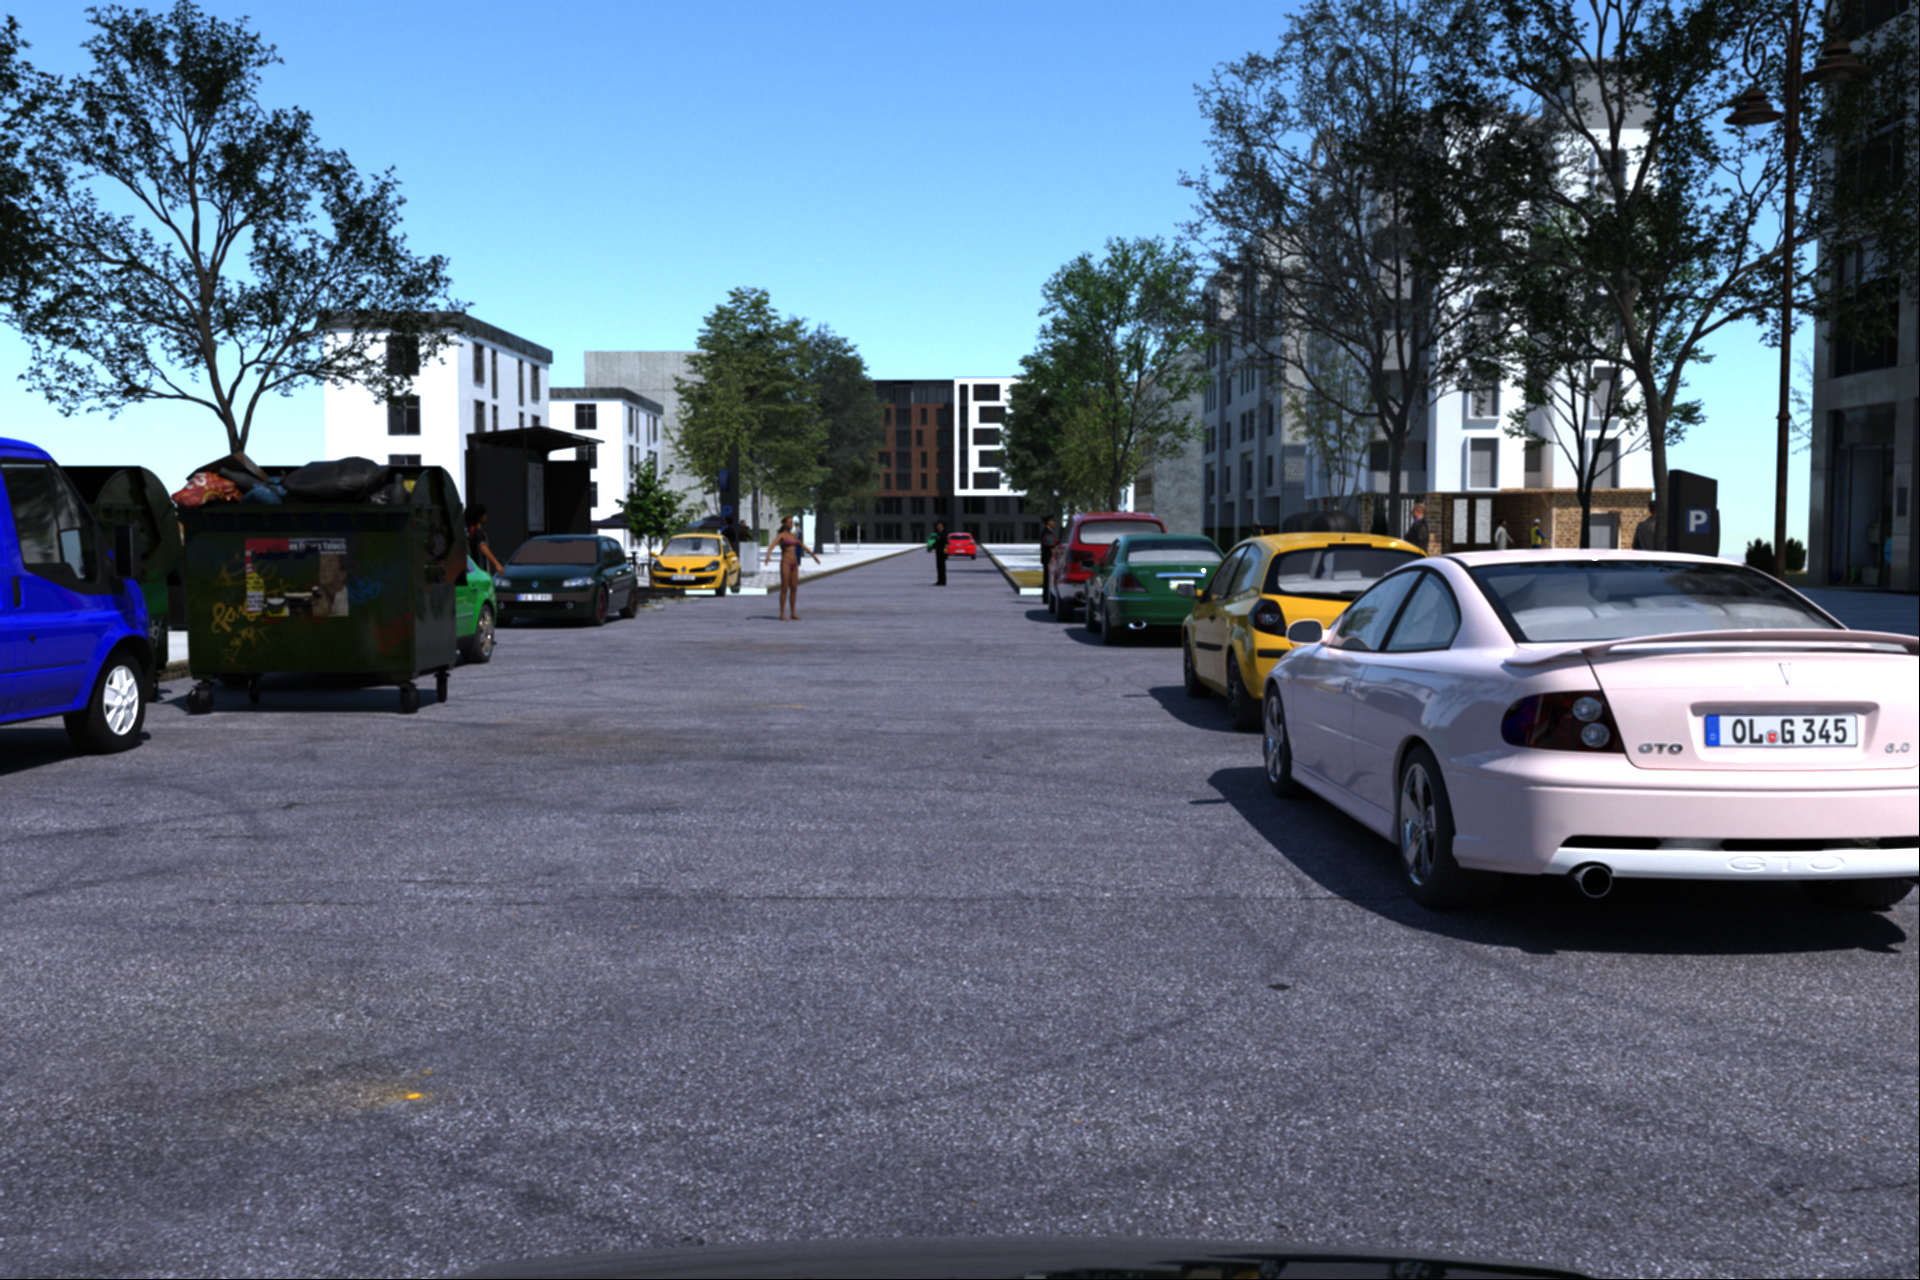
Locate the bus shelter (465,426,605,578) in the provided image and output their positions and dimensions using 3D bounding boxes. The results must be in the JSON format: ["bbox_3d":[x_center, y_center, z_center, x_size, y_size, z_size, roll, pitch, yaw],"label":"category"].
[{"bbox_3d":[-9.884,-3.027,40.770,1.731,3.624,6.357,0,4,1],"label":"bus shelter"}]

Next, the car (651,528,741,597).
[{"bbox_3d":[-6.224,-1.875,40.878,2.015,1.641,3.980,0,3,0],"label":"car"}]

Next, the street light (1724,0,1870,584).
[{"bbox_3d":[6.741,-2.529,14.131,0.468,5.910,1.993,0,4,1],"label":"street light"}]

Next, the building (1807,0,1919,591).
[{"bbox_3d":[29.251,-13.423,22.662,19.351,26.588,34.151,0,4,1],"label":"building"}]

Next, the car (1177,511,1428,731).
[{"bbox_3d":[2.832,-0.234,14.050,2.015,1.641,3.980,0,4,0],"label":"car"}]

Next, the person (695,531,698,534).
[{"bbox_3d":[-12.152,-4.309,79.721,0.991,1.433,0.599,0,4,5],"label":"person"}]

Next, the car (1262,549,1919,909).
[{"bbox_3d":[2.654,0.266,8.013,2.083,1.381,4.827,0,4,-1],"label":"car"}]

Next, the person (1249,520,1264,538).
[{"bbox_3d":[12.435,-4.092,72.686,0.705,1.856,1.354,3,5,42],"label":"person"}]

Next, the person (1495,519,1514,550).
[{"bbox_3d":[19.149,-3.360,61.118,0.705,1.806,1.347,3,5,43],"label":"person"}]

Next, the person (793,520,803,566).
[{"bbox_3d":[-6.540,-3.877,69.246,0.705,1.847,1.347,1,4,19],"label":"person"}]

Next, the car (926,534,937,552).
[{"bbox_3d":[-1.748,-8.030,140.089,1.959,1.807,4.718,0,4,0],"label":"car"}]

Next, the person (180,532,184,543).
[{"bbox_3d":[-14.502,-1.547,31.377,1.344,1.819,0.704,-1,4,-12],"label":"person"}]

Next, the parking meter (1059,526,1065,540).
[{"bbox_3d":[3.216,-2.723,52.936,0.372,1.533,0.369,0,3,0],"label":"parking meter"}]

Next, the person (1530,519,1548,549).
[{"bbox_3d":[21.474,-3.576,64.439,0.705,1.833,1.349,0,4,-7],"label":"person"}]

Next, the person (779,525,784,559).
[{"bbox_3d":[-5.658,-3.060,56.254,0.704,1.802,1.346,1,4,10],"label":"person"}]

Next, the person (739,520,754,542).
[{"bbox_3d":[-8.113,-3.595,64.919,0.704,1.812,1.346,2,4,24],"label":"person"}]

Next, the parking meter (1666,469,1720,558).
[{"bbox_3d":[6.647,-0.613,15.731,0.399,1.863,0.255,0,4,0],"label":"parking meter"}]

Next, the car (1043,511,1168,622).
[{"bbox_3d":[2.597,-1.295,29.844,2.281,1.827,5.304,0,4,1],"label":"car"}]

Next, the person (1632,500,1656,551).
[{"bbox_3d":[9.827,-1.075,24.154,0.750,1.759,0.617,0,4,-4],"label":"person"}]

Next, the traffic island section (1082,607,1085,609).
[{"bbox_3d":[3.238,-0.678,33.944,1.991,0.108,1.994,0,4,1],"label":"traffic island section"}]

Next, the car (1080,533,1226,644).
[{"bbox_3d":[2.762,-0.742,23.937,2.131,1.459,4.920,0,4,0],"label":"car"}]

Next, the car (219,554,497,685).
[{"bbox_3d":[-6.144,-0.554,17.859,1.959,1.807,4.718,0,4,0],"label":"car"}]

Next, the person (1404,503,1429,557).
[{"bbox_3d":[7.073,-1.246,26.967,0.434,1.755,0.990,1,4,23],"label":"person"}]

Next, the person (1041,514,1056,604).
[{"bbox_3d":[1.837,-1.651,35.389,0.705,1.837,1.347,0,4,-3],"label":"person"}]

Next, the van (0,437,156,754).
[{"bbox_3d":[-6.420,-0.318,9.583,2.240,2.365,5.245,0,3,0],"label":"van"}]

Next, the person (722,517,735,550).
[{"bbox_3d":[-6.292,-2.426,46.387,0.721,1.740,1.216,1,4,15],"label":"person"}]

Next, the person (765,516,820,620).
[{"bbox_3d":[-2.801,-1.198,28.848,0.721,1.733,1.217,3,5,41],"label":"person"}]

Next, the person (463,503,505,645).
[{"bbox_3d":[-6.195,-0.840,22.337,0.704,1.843,1.345,-2,4,-34],"label":"person"}]

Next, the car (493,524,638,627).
[{"bbox_3d":[-6.384,-1.119,28.075,2.009,1.686,4.222,0,4,0],"label":"car"}]

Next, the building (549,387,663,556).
[{"bbox_3d":[-23.926,-10.463,113.213,9.099,9.664,28.070,0,4,-1],"label":"building"}]

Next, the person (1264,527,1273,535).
[{"bbox_3d":[6.674,-1.705,37.089,0.599,1.438,0.989,1,4,14],"label":"person"}]

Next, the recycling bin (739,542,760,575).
[{"bbox_3d":[-6.731,-2.581,54.754,0.722,1.027,0.722,0,4,2],"label":"recycling bin"}]

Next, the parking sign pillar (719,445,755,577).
[{"bbox_3d":[-6.868,-3.866,51.674,1.447,3.967,1.447,0,4,-1],"label":"parking sign pillar"}]

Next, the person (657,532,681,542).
[{"bbox_3d":[-12.690,-4.287,76.218,1.348,1.813,0.705,-2,4,-35],"label":"person"}]

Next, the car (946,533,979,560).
[{"bbox_3d":[-0.014,-5.424,97.719,2.155,1.783,4.494,0,4,0],"label":"car"}]

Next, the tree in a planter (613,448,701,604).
[{"bbox_3d":[-6.508,-2.389,36.276,1.991,3.239,1.994,0,4,0],"label":"tree in a planter"}]

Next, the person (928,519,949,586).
[{"bbox_3d":[-0.555,-2.431,48.132,0.705,1.837,1.347,-1,4,-20],"label":"person"}]
